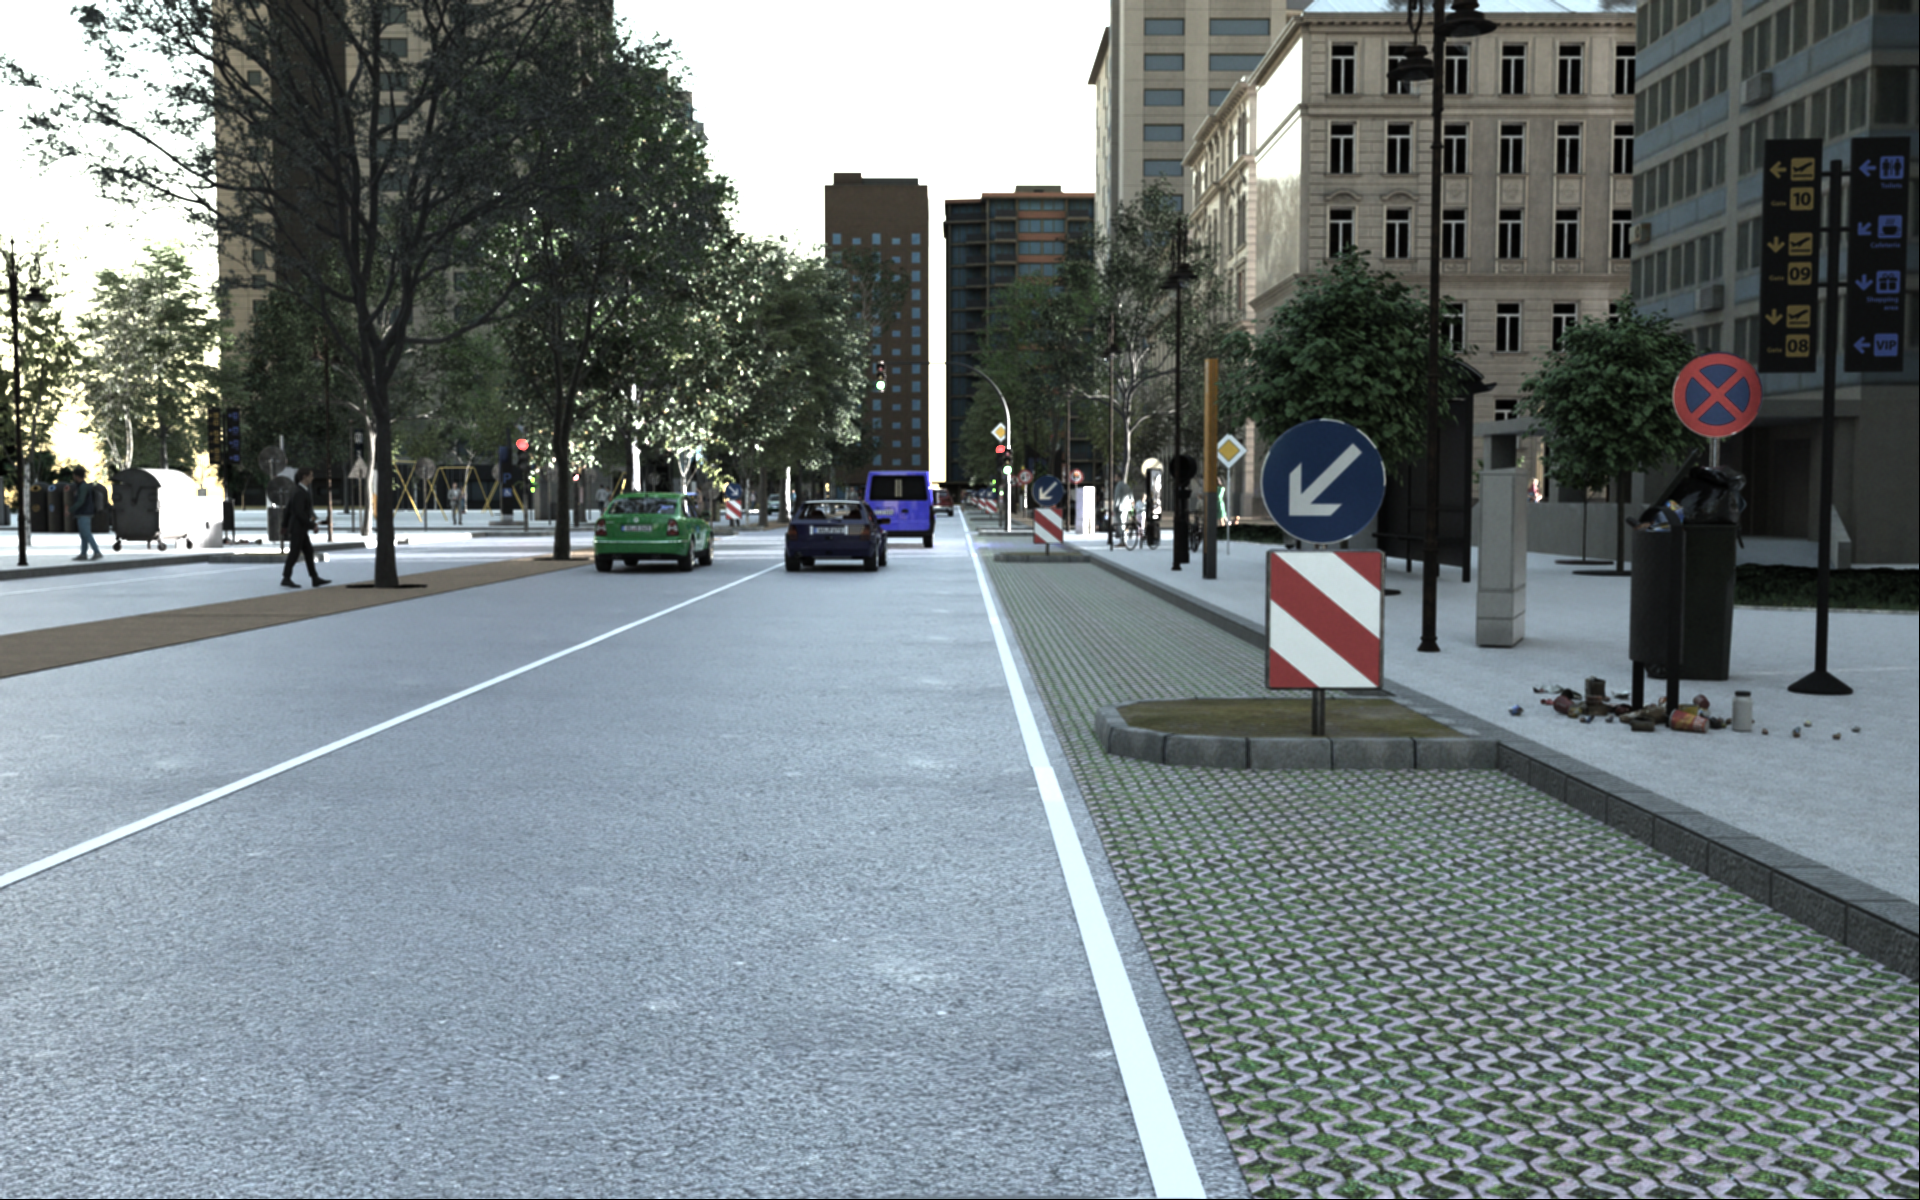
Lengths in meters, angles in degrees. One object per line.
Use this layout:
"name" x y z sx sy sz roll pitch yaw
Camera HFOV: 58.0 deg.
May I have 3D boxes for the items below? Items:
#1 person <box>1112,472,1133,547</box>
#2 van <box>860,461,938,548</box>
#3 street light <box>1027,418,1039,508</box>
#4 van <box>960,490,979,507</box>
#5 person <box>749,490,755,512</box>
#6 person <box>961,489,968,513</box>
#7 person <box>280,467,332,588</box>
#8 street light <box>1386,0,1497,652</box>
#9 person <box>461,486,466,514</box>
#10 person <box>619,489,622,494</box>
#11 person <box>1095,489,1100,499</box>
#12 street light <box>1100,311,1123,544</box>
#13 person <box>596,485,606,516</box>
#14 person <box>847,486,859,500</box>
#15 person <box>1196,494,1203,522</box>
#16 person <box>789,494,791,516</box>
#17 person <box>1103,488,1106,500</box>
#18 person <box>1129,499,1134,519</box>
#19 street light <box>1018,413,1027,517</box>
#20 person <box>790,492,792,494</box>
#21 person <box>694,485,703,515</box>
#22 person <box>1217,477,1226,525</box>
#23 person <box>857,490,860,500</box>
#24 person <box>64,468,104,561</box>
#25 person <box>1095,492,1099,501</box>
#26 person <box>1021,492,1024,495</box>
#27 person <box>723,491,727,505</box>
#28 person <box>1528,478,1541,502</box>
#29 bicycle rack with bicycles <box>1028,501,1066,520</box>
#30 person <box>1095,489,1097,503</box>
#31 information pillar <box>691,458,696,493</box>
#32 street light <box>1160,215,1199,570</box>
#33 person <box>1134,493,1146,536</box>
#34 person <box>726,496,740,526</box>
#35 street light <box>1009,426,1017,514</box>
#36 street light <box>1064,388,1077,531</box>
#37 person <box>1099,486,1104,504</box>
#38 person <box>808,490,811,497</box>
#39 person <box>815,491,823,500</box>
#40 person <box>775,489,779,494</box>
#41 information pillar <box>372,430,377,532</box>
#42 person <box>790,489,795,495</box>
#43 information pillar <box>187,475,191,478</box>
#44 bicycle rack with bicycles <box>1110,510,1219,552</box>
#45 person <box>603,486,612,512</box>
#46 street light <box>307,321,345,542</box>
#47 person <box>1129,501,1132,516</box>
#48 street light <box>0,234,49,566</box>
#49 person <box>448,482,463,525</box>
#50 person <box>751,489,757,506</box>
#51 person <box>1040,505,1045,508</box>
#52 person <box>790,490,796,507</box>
"person" 3.895 -2.182 41.820 0.391 1.810 0.635 2 4 26
"van" -1.692 -2.667 47.987 2.240 2.365 5.245 0 4 -2
"street light" 3.542 -6.637 81.307 0.468 5.910 1.993 0 4 0
"van" 1.031 -11.097 188.446 2.013 2.044 4.112 0 4 1
"person" -15.818 -7.463 131.183 0.598 1.740 0.731 0 4 -1
"person" 0.306 -7.443 130.173 0.580 1.828 0.573 1 4 21
"person" -10.063 -1.121 26.614 0.755 1.850 0.659 -1 4 -22
"street light" 3.831 -2.519 13.978 0.468 5.910 1.993 0 4 0
"person" -32.777 -6.604 114.026 0.388 1.821 0.555 1 4 9
"person" -28.182 -8.411 144.371 0.445 1.727 0.742 -2 4 -26
"person" 12.464 -9.168 155.950 1.348 1.822 0.705 -1 4 -20
"street light" 3.834 -4.358 44.042 0.468 5.910 1.993 0 4 0
"person" -21.071 -5.876 101.969 0.661 1.843 0.795 -2 4 -26
"person" -5.070 -4.505 82.274 0.709 1.813 0.853 1 4 11
"person" 9.283 -3.464 66.950 0.640 1.303 0.475 -1 4 -14
"person" -11.482 -6.486 114.352 0.655 1.846 0.447 0 4 -7
"person" 11.547 -7.962 136.894 0.598 1.740 0.731 0 4 -4
"person" 8.692 -4.773 88.322 0.306 1.304 0.590 -1 4 -18
"street light" 3.612 -7.556 96.325 0.468 5.910 1.993 0 4 0
"person" -20.087 -12.393 208.628 1.348 1.831 0.705 -1 4 -12
"person" -10.511 -3.716 69.602 0.374 1.781 0.599 -1 4 -11
"person" 7.657 -2.776 51.681 0.600 1.795 0.529 -1 4 -22
"person" -10.250 -10.128 174.104 0.705 1.822 1.348 3 5 40
"person" -16.832 -1.644 33.268 0.721 1.781 0.623 -2 4 -32
"person" 11.936 -8.554 149.155 0.557 1.426 1.065 -3 5 -41
"person" 5.976 -9.285 158.575 1.217 1.735 0.721 -1 4 -14
"person" -26.892 -11.711 198.982 0.593 1.643 0.415 -1 4 -12
"person" 19.662 -3.271 59.492 0.573 1.828 0.580 1 4 16
"bicycle rack with bicycles" 4.562 -4.377 84.949 2.852 0.926 2.925 0 4 7
"person" 13.072 -9.912 167.742 1.348 1.869 0.705 1 4 10
"information pillar" -17.268 -7.401 112.368 0.183 3.616 0.504 -3 5 -42
"street light" 3.650 -3.440 29.025 0.468 5.910 1.993 0 4 0
"person" 5.458 -2.565 52.268 0.425 1.301 0.394 1 4 15
"person" -9.853 -4.090 75.184 0.655 1.846 0.447 1 4 10
"street light" 3.611 -8.514 111.989 0.468 5.910 1.993 0 4 0
"street light" 3.708 -5.296 59.383 0.468 5.910 1.993 0 4 0
"person" 9.794 -6.914 118.868 0.755 1.850 0.659 3 5 41
"person" -19.221 -13.017 218.954 1.350 1.814 0.705 3 5 40
"person" -15.107 -10.779 185.292 0.990 1.755 0.434 -1 4 -18
"person" -18.494 -10.401 176.194 1.348 1.812 0.705 0 4 8
"information pillar" -19.780 -4.123 58.773 0.183 3.616 0.504 1 4 9
"person" -17.893 -11.041 186.559 1.348 1.824 0.705 -1 4 -12
"information pillar" -30.535 -3.906 68.350 0.304 2.012 0.304 3 5 40
"bicycle rack with bicycles" 4.815 -1.605 39.627 2.852 0.926 2.925 2 4 29
"person" -17.863 -4.949 87.962 0.522 1.701 0.512 2 4 30
"street light" -16.946 -4.505 46.438 0.468 5.910 1.993 0 4 0
"person" 8.044 -4.782 84.241 0.660 1.820 0.620 1 4 10
"street light" -16.858 -3.559 30.974 0.468 5.910 1.993 0 4 0
"person" -21.088 -4.052 72.489 0.606 1.804 0.583 -2 4 -35
"person" -23.001 -11.458 193.241 0.709 1.838 0.599 -1 4 -10
"person" 4.306 -4.965 87.785 0.524 1.755 0.480 0 4 7
"person" -12.910 -7.678 134.380 0.601 1.785 0.444 1 4 17
